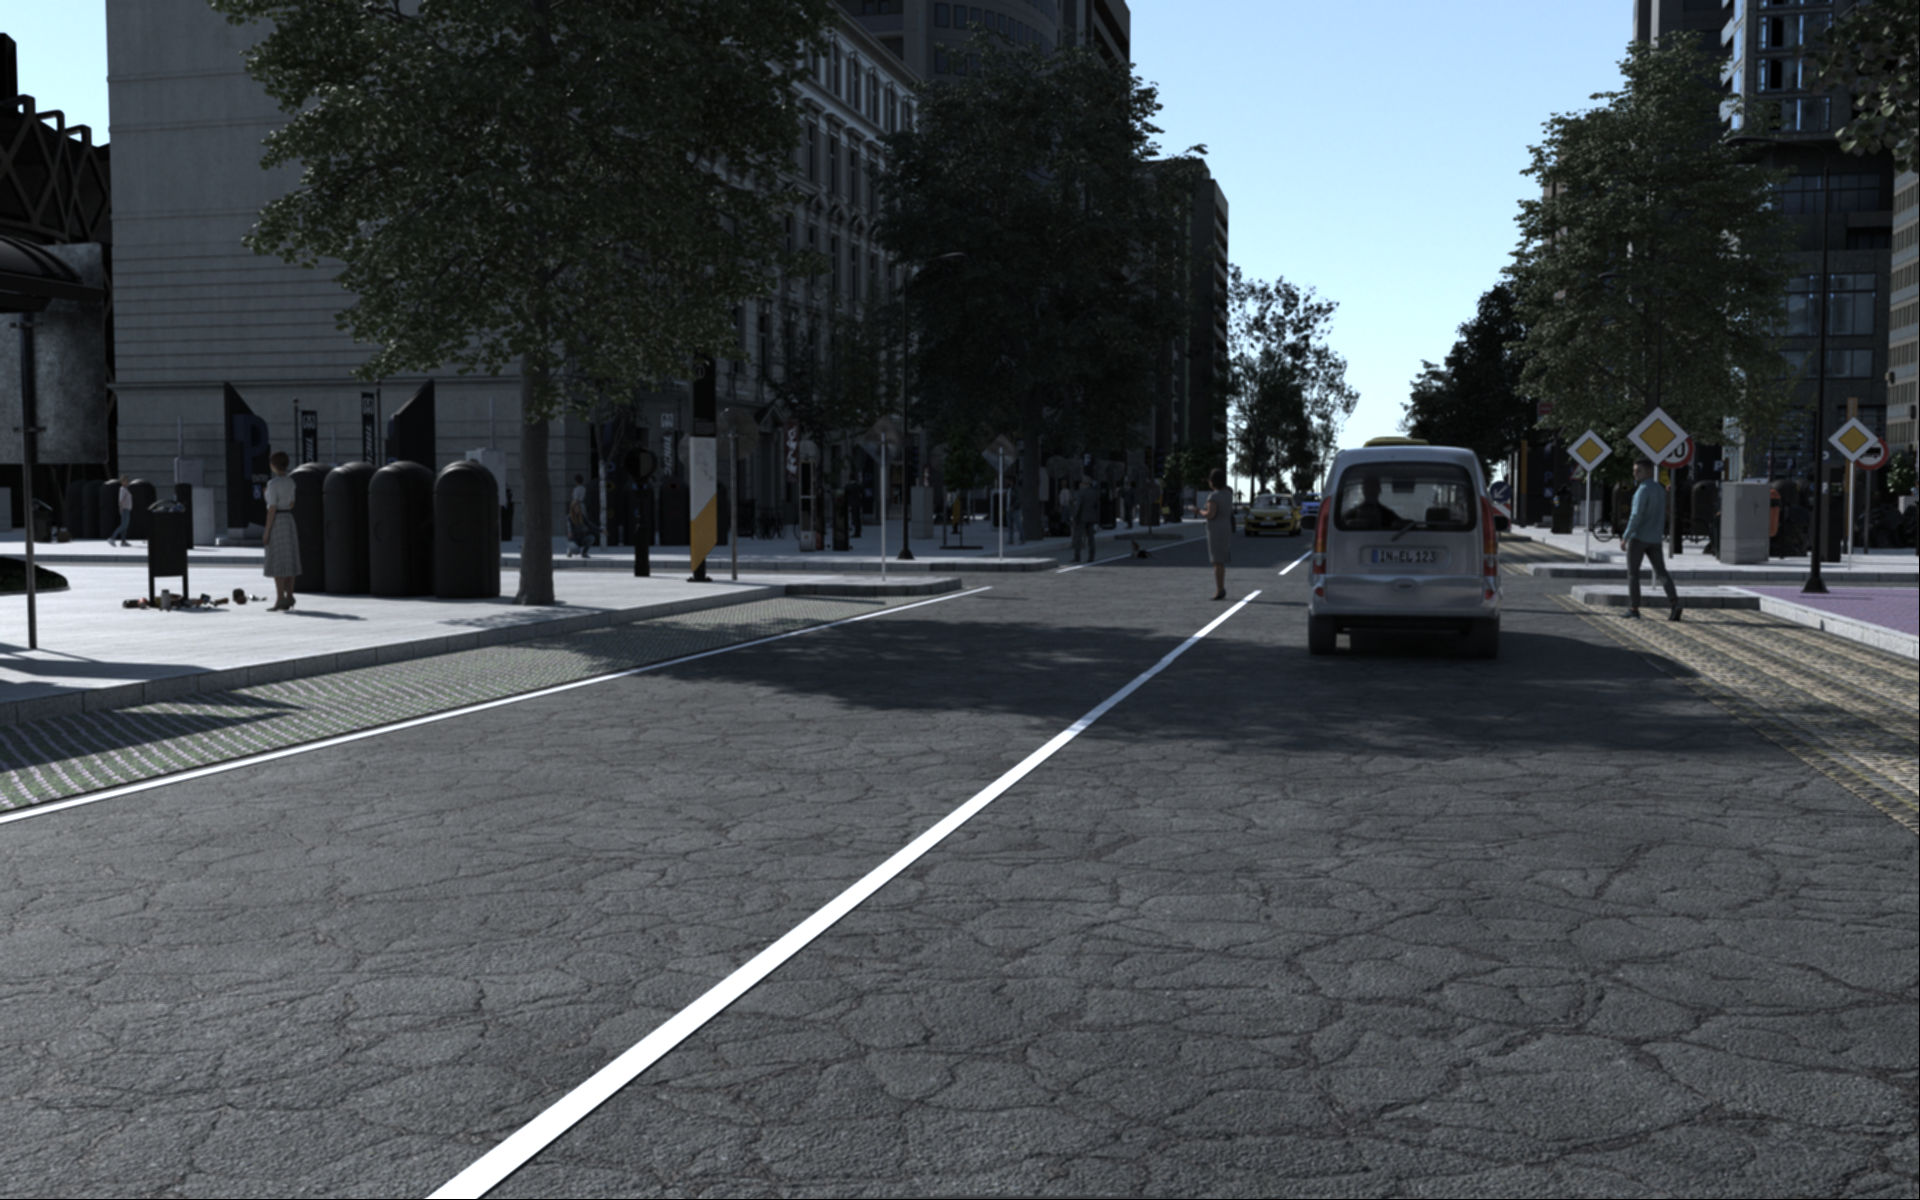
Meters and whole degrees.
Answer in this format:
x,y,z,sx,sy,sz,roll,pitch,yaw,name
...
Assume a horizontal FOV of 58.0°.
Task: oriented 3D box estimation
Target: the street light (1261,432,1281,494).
x,y,z,sx,sy,sz,roll,pitch,yaw,name
23.096,-9.611,129.683,1.470,5.913,1.316,1,4,14,street light

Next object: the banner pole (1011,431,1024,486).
x,y,z,sx,sy,sz,roll,pitch,yaw,name
2.248,-4.740,67.524,0.863,3.779,0.401,-1,4,-17,banner pole

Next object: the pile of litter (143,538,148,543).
x,y,z,sx,sy,sz,roll,pitch,yaw,name
-21.003,-1.953,45.893,1.176,0.858,1.719,1,4,21,pile of litter

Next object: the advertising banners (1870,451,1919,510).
x,y,z,sx,sy,sz,roll,pitch,yaw,name
37.853,-4.510,69.933,2.074,3.025,0.090,1,4,19,advertising banners

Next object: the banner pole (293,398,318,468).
x,y,z,sx,sy,sz,roll,pitch,yaw,name
-17.215,-3.395,45.523,0.401,3.779,0.863,2,4,34,banner pole

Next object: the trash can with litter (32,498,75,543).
x,y,z,sx,sy,sz,roll,pitch,yaw,name
-24.135,-2.119,46.026,1.055,1.170,0.624,-1,4,-17,trash can with litter

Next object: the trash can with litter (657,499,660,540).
x,y,z,sx,sy,sz,roll,pitch,yaw,name
-7.876,-2.206,47.463,0.624,1.170,1.055,-3,4,-37,trash can with litter

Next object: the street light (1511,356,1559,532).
x,y,z,sx,sy,sz,roll,pitch,yaw,name
19.478,-5.237,58.173,1.470,5.913,1.316,1,4,14,street light

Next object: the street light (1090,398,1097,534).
x,y,z,sx,sy,sz,roll,pitch,yaw,name
4.748,-5.072,55.467,1.470,5.913,1.316,1,4,14,street light

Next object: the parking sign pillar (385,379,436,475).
x,y,z,sx,sy,sz,roll,pitch,yaw,name
-12.752,-3.165,40.215,1.447,3.967,1.447,1,4,21,parking sign pillar

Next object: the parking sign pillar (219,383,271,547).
x,y,z,sx,sy,sz,roll,pitch,yaw,name
-17.472,-3.308,42.552,1.447,3.967,1.447,1,4,10,parking sign pillar

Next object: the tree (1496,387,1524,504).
x,y,z,sx,sy,sz,roll,pitch,yaw,name
30.855,-8.987,97.295,4.360,8.622,3.978,0,3,0,tree

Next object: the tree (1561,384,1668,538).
x,y,z,sx,sy,sz,roll,pitch,yaw,name
19.448,-4.111,50.933,4.285,4.588,4.351,0,3,0,tree

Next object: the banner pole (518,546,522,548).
x,y,z,sx,sy,sz,roll,pitch,yaw,name
-10.269,-3.163,41.732,0.401,3.779,0.863,3,5,39,banner pole

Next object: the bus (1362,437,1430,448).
x,y,z,sx,sy,sz,roll,pitch,yaw,name
18.238,-4.999,73.286,2.896,3.916,12.252,1,4,12,bus

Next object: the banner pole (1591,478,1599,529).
x,y,z,sx,sy,sz,roll,pitch,yaw,name
23.493,-4.527,64.026,0.401,3.779,0.863,0,4,7,banner pole

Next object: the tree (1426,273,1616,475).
x,y,z,sx,sy,sz,roll,pitch,yaw,name
28.251,-10.421,87.388,9.611,12.733,9.660,0,3,0,tree

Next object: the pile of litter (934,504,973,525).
x,y,z,sx,sy,sz,roll,pitch,yaw,name
-0.391,-3.559,72.155,1.719,0.858,1.176,-1,4,-12,pile of litter

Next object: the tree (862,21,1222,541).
x,y,z,sx,sy,sz,roll,pitch,yaw,name
2.085,-8.620,47.589,9.857,13.997,8.962,0,3,0,tree

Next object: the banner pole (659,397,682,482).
x,y,z,sx,sy,sz,roll,pitch,yaw,name
-7.429,-3.350,44.792,0.863,3.779,0.401,2,4,29,banner pole

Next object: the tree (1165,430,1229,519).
x,y,z,sx,sy,sz,roll,pitch,yaw,name
12.169,-6.428,88.810,4.285,4.588,4.351,0,3,0,tree

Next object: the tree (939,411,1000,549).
x,y,z,sx,sy,sz,roll,pitch,yaw,name
-0.031,-2.801,40.391,1.663,3.219,1.824,0,3,0,tree

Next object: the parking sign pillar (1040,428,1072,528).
x,y,z,sx,sy,sz,roll,pitch,yaw,name
3.564,-4.736,65.907,1.447,3.967,1.447,1,4,15,parking sign pillar

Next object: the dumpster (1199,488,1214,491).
x,y,z,sx,sy,sz,roll,pitch,yaw,name
14.924,-6.296,105.435,1.502,2.255,1.985,1,4,14,dumpster

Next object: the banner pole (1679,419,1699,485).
x,y,z,sx,sy,sz,roll,pitch,yaw,name
24.081,-4.126,57.482,0.863,3.779,0.401,0,4,4,banner pole

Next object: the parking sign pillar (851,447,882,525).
x,y,z,sx,sy,sz,roll,pitch,yaw,name
-3.808,-5.067,71.322,1.447,3.967,1.447,0,4,-6,parking sign pillar

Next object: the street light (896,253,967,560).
x,y,z,sx,sy,sz,roll,pitch,yaw,name
-0.545,-3.738,33.664,1.470,5.913,1.316,1,4,14,street light

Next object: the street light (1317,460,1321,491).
x,y,z,sx,sy,sz,roll,pitch,yaw,name
43.062,-14.563,210.640,1.470,5.913,1.316,1,4,14,street light

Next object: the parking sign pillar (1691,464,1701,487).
x,y,z,sx,sy,sz,roll,pitch,yaw,name
30.577,-5.180,73.169,1.447,3.967,1.447,-1,4,-11,parking sign pillar

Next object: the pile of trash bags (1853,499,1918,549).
x,y,z,sx,sy,sz,roll,pitch,yaw,name
23.105,-1.914,41.039,3.447,1.369,1.912,1,4,20,pile of trash bags

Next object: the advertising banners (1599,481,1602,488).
x,y,z,sx,sy,sz,roll,pitch,yaw,name
29.460,-5.027,78.375,2.074,3.025,0.090,-2,4,-35,advertising banners

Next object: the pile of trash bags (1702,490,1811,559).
x,y,z,sx,sy,sz,roll,pitch,yaw,name
16.419,-1.577,35.543,1.912,1.369,3.447,1,4,18,pile of trash bags

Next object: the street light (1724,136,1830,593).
x,y,z,sx,sy,sz,roll,pitch,yaw,name
10.613,-3.057,22.516,1.470,5.913,1.316,1,4,14,street light

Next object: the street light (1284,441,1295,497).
x,y,z,sx,sy,sz,roll,pitch,yaw,name
28.582,-10.959,151.726,1.470,5.913,1.316,1,4,14,street light

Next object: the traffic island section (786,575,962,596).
x,y,z,sx,sy,sz,roll,pitch,yaw,name
-1.163,-0.202,25.587,2.009,0.180,2.903,1,4,14,traffic island section

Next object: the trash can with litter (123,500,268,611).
x,y,z,sx,sy,sz,roll,pitch,yaw,name
-8.811,-0.553,20.106,1.678,1.210,2.233,1,4,20,trash can with litter

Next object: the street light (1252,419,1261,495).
x,y,z,sx,sy,sz,roll,pitch,yaw,name
17.725,-8.271,107.767,1.470,5.913,1.316,1,4,14,street light

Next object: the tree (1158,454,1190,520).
x,y,z,sx,sy,sz,roll,pitch,yaw,name
10.426,-5.526,84.953,1.663,3.219,1.824,0,3,0,tree

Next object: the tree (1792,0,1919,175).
x,y,z,sx,sy,sz,roll,pitch,yaw,name
9.101,-6.276,9.269,9.857,13.997,8.962,0,3,0,tree

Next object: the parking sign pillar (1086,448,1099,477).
x,y,z,sx,sy,sz,roll,pitch,yaw,name
7.875,-6.948,102.067,1.447,3.967,1.447,2,4,30,parking sign pillar

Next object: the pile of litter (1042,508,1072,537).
x,y,z,sx,sy,sz,roll,pitch,yaw,name
2.639,-2.321,51.912,1.719,0.858,1.176,-2,4,-26,pile of litter

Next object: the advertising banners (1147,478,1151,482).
x,y,z,sx,sy,sz,roll,pitch,yaw,name
12.022,-6.699,105.709,2.074,3.025,0.090,-3,4,-39,advertising banners

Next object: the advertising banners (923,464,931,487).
x,y,z,sx,sy,sz,roll,pitch,yaw,name
-2.642,-6.392,100.698,2.074,3.025,0.090,-1,4,-23,advertising banners

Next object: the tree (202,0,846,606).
x,y,z,sx,sy,sz,roll,pitch,yaw,name
-4.885,-6.242,20.181,7.486,12.596,7.792,0,3,0,tree

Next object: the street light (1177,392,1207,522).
x,y,z,sx,sy,sz,roll,pitch,yaw,name
10.509,-6.494,78.712,1.470,5.913,1.316,1,4,14,street light

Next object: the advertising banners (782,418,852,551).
x,y,z,sx,sy,sz,roll,pitch,yaw,name
-3.269,-2.645,39.429,2.074,3.025,0.090,3,4,37,advertising banners

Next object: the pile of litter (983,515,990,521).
x,y,z,sx,sy,sz,roll,pitch,yaw,name
1.621,-4.303,84.320,1.176,0.858,1.719,2,4,27,pile of litter

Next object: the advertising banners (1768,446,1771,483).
x,y,z,sx,sy,sz,roll,pitch,yaw,name
29.651,-4.112,63.417,0.090,3.025,2.074,2,4,28,advertising banners

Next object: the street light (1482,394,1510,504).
x,y,z,sx,sy,sz,roll,pitch,yaw,name
25.015,-6.618,80.740,1.470,5.913,1.316,1,4,14,street light

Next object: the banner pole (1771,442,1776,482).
x,y,z,sx,sy,sz,roll,pitch,yaw,name
38.901,-5.677,82.841,0.401,3.779,0.863,1,4,12,banner pole

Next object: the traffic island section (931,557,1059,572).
x,y,z,sx,sy,sz,roll,pitch,yaw,name
0.752,-0.676,33.340,2.009,0.180,2.903,1,4,14,traffic island section

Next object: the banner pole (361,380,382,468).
x,y,z,sx,sy,sz,roll,pitch,yaw,name
-12.781,-2.920,37.759,0.401,3.779,0.863,1,4,16,banner pole

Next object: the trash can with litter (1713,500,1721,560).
x,y,z,sx,sy,sz,roll,pitch,yaw,name
14.958,-1.339,33.274,0.624,1.170,1.055,0,4,-7,trash can with litter

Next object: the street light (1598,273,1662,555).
x,y,z,sx,sy,sz,roll,pitch,yaw,name
14.108,-3.909,36.447,1.470,5.913,1.316,1,4,14,street light

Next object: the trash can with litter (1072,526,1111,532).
x,y,z,sx,sy,sz,roll,pitch,yaw,name
4.375,-2.932,58.997,1.678,1.210,2.233,0,4,-4,trash can with litter

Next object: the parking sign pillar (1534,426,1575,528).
x,y,z,sx,sy,sz,roll,pitch,yaw,name
22.489,-4.705,65.391,1.447,3.967,1.447,3,5,41,parking sign pillar

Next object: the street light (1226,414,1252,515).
x,y,z,sx,sy,sz,roll,pitch,yaw,name
16.060,-7.851,100.898,1.470,5.913,1.316,1,4,14,street light

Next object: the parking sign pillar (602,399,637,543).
x,y,z,sx,sy,sz,roll,pitch,yaw,name
-8.996,-3.507,45.804,1.447,3.967,1.447,1,4,13,parking sign pillar
